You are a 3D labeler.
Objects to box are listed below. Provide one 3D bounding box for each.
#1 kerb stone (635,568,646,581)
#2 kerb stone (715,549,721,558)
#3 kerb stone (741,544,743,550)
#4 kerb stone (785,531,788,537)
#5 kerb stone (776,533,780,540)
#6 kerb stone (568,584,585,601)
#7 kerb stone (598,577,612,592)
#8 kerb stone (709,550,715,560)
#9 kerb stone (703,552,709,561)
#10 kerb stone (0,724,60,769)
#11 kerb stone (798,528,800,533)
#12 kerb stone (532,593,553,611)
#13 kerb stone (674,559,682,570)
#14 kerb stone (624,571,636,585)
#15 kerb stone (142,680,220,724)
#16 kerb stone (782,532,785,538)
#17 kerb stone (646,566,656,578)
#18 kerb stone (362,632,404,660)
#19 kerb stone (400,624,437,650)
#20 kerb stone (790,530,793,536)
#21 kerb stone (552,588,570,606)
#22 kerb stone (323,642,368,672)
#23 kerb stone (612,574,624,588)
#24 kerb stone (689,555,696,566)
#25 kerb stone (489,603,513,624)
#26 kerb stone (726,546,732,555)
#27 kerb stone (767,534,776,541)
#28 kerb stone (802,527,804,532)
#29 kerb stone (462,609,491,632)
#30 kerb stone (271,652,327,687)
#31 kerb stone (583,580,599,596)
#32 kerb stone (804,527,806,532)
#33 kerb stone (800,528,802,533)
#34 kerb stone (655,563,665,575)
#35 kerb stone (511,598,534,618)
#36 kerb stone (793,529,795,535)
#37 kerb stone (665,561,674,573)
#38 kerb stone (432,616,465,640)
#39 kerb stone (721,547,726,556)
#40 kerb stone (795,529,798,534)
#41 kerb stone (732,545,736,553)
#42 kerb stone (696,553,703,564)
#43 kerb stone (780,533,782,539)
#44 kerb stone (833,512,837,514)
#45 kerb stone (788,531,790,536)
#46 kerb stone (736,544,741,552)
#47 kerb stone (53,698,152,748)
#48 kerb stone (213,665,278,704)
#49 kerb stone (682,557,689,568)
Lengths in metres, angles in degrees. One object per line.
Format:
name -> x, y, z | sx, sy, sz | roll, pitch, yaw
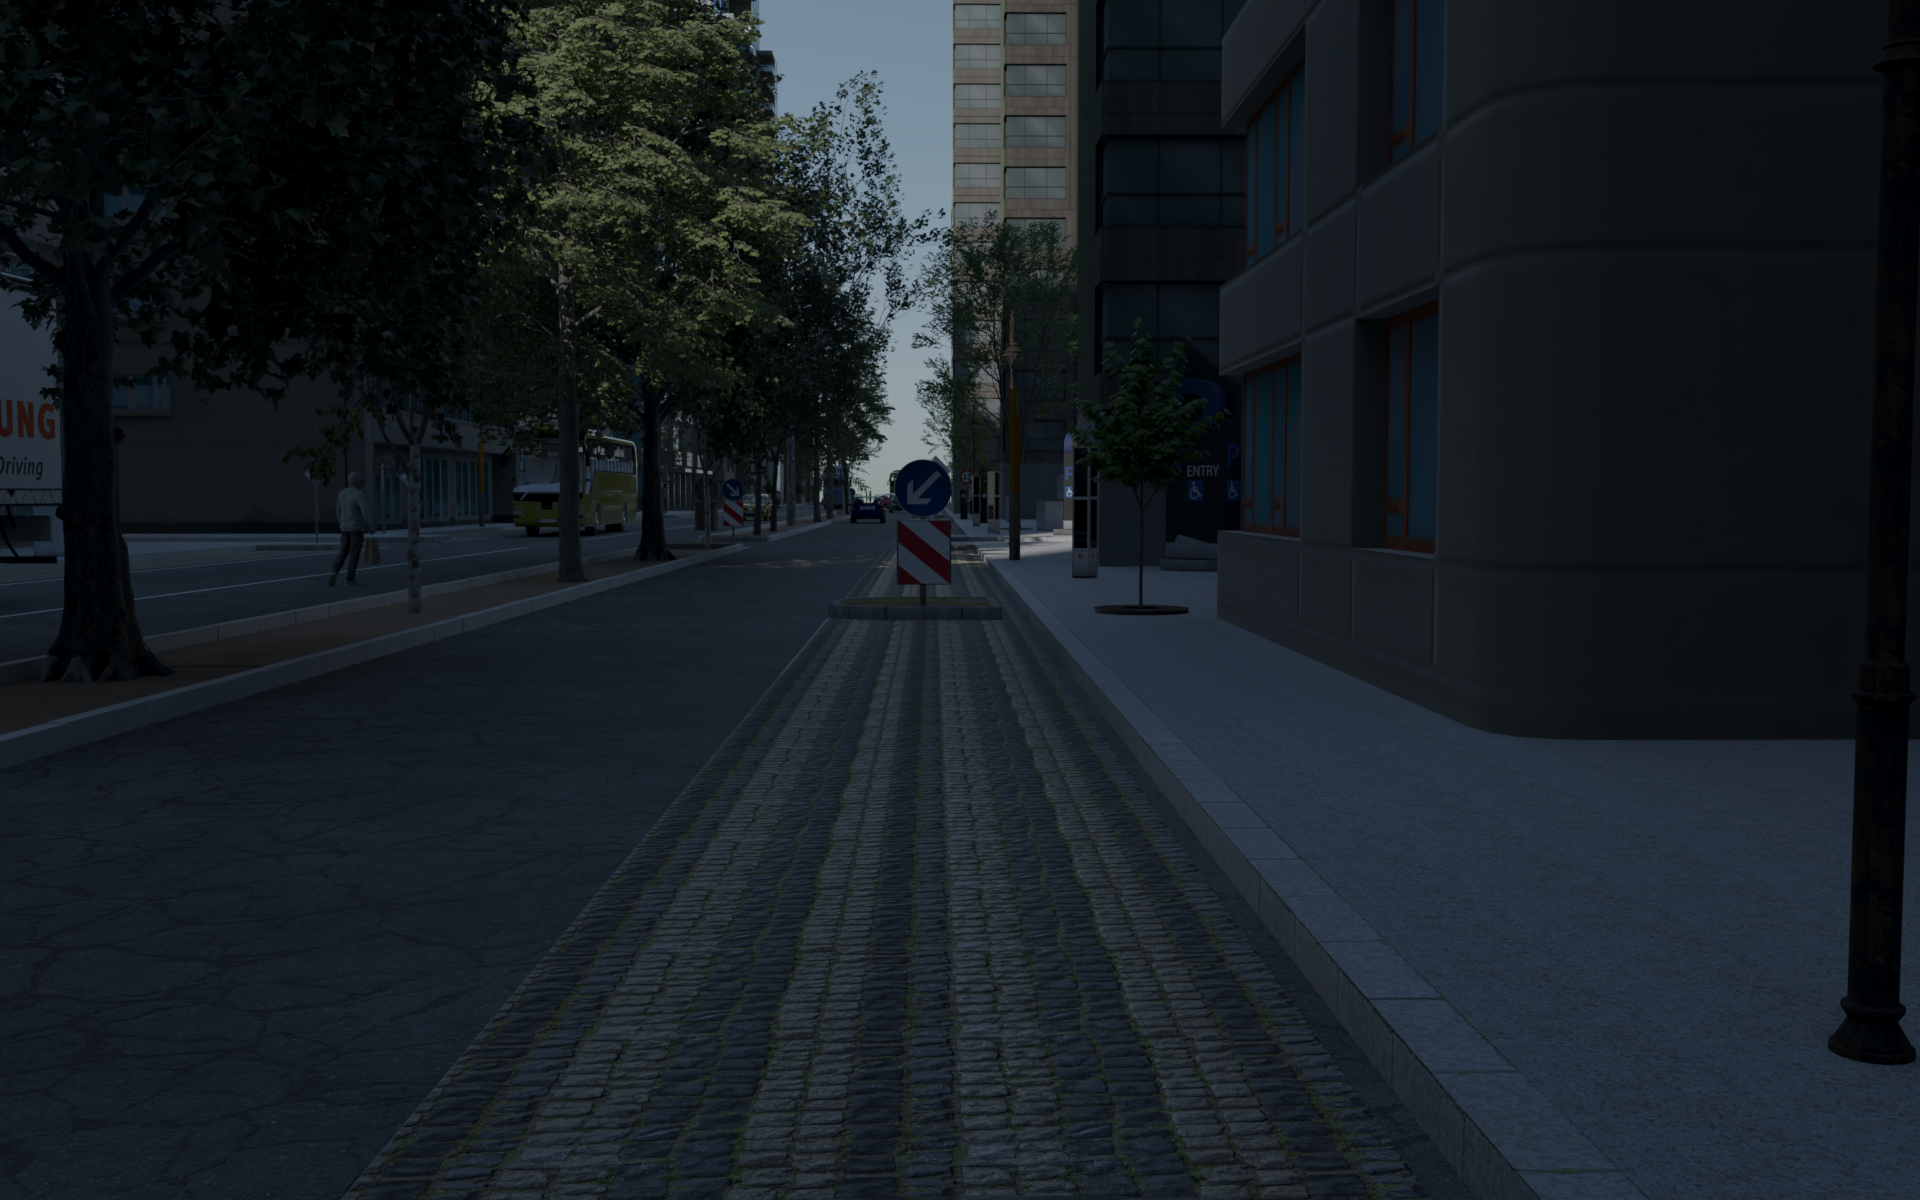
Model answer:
kerb stone -> -5.387, -0.397, 28.691 | 0.120, 0.150, 1.000 | 0, 4, -1
kerb stone -> -5.545, -1.024, 38.942 | 0.120, 0.150, 1.000 | 0, 4, -1
kerb stone -> -5.632, -1.338, 44.065 | 0.120, 0.150, 1.000 | 0, 4, -1
kerb stone -> -5.853, -2.121, 56.929 | 0.120, 0.150, 1.000 | 0, 4, -1
kerb stone -> -5.793, -1.936, 53.848 | 0.120, 0.150, 1.000 | 0, 4, -1
kerb stone -> -5.303, -0.078, 23.570 | 0.120, 0.150, 1.000 | 0, 4, -1
kerb stone -> -5.343, -0.209, 25.617 | 0.120, 0.150, 1.000 | 0, 4, -1
kerb stone -> -5.532, -0.961, 37.916 | 0.120, 0.150, 1.000 | 0, 4, -1
kerb stone -> -5.523, -0.899, 36.888 | 0.120, 0.150, 1.000 | 0, 4, -1
kerb stone -> -5.061, 0.799, 9.220 | 0.120, 0.150, 1.000 | 0, 4, -1
kerb stone -> -5.929, -2.437, 62.044 | 0.120, 0.150, 1.000 | 0, 4, -1
kerb stone -> -5.262, 0.044, 21.521 | 0.120, 0.150, 1.000 | 0, 4, -1
kerb stone -> -5.450, -0.644, 32.791 | 0.120, 0.150, 1.000 | 0, 4, -1
kerb stone -> -5.366, -0.329, 27.666 | 0.120, 0.150, 1.000 | 0, 4, -1
kerb stone -> -5.099, 0.668, 11.274 | 0.120, 0.150, 1.000 | 0, 4, -1
kerb stone -> -5.827, -2.061, 55.892 | 0.120, 0.150, 1.000 | 0, 4, -1
kerb stone -> -5.403, -0.460, 29.713 | 0.120, 0.150, 1.000 | 0, 4, -1
kerb stone -> -5.169, 0.422, 15.376 | 0.120, 0.150, 1.000 | 0, 4, -1
kerb stone -> -5.185, 0.359, 16.398 | 0.120, 0.150, 1.000 | 0, 4, -1
kerb stone -> -5.876, -2.243, 58.977 | 0.120, 0.150, 1.000 | 0, 4, -1
kerb stone -> -5.280, -0.015, 22.545 | 0.120, 0.150, 1.000 | 0, 4, -1
kerb stone -> -5.150, 0.483, 14.353 | 0.120, 0.150, 1.000 | 0, 4, -1
kerb stone -> -5.352, -0.272, 26.639 | 0.120, 0.150, 1.000 | 0, 4, -1
kerb stone -> -5.486, -0.770, 34.841 | 0.120, 0.150, 1.000 | 0, 4, -1
kerb stone -> -5.234, 0.170, 19.475 | 0.120, 0.150, 1.000 | 0, 4, -1
kerb stone -> -5.583, -1.148, 40.994 | 0.120, 0.150, 1.000 | 0, 4, -1
kerb stone -> -5.780, -1.873, 52.825 | 0.120, 0.150, 1.000 | 0, 4, -1
kerb stone -> -5.965, -2.556, 64.091 | 0.120, 0.150, 1.000 | 0, 4, -1
kerb stone -> -5.210, 0.230, 18.446 | 0.120, 0.150, 1.000 | 0, 4, -1
kerb stone -> -5.131, 0.543, 13.325 | 0.120, 0.150, 1.000 | 0, 4, -1
kerb stone -> -5.313, -0.147, 24.595 | 0.120, 0.150, 1.000 | 0, 4, -1
kerb stone -> -5.980, -2.625, 65.117 | 0.120, 0.150, 1.000 | 0, 4, -1
kerb stone -> -5.949, -2.500, 63.066 | 0.120, 0.150, 1.000 | 0, 4, -1
kerb stone -> -5.417, -0.521, 30.735 | 0.120, 0.150, 1.000 | 0, 4, -1
kerb stone -> -5.249, 0.104, 20.498 | 0.120, 0.150, 1.000 | 0, 4, -1
kerb stone -> -5.896, -2.312, 59.999 | 0.120, 0.150, 1.000 | 0, 4, -1
kerb stone -> -5.431, -0.583, 31.761 | 0.120, 0.150, 1.000 | 0, 4, -1
kerb stone -> -5.201, 0.298, 17.424 | 0.120, 0.150, 1.000 | 0, 4, -1
kerb stone -> -5.571, -1.087, 39.964 | 0.120, 0.150, 1.000 | 0, 4, -1
kerb stone -> -5.912, -2.375, 61.021 | 0.120, 0.150, 1.000 | 0, 4, -1
kerb stone -> -5.607, -1.209, 42.016 | 0.120, 0.150, 1.000 | 0, 4, -1
kerb stone -> -5.499, -0.836, 35.863 | 0.120, 0.150, 1.000 | 0, 4, -1
kerb stone -> -5.809, -1.998, 54.870 | 0.120, 0.150, 1.000 | 0, 4, -1
kerb stone -> -9.087, -6.384, 126.566 | 0.120, 0.150, 1.000 | 0, 4, -1
kerb stone -> -5.864, -2.187, 57.952 | 0.120, 0.150, 1.000 | 0, 4, -1
kerb stone -> -5.613, -1.275, 43.043 | 0.120, 0.150, 1.000 | 0, 4, -1
kerb stone -> -5.083, 0.731, 10.242 | 0.120, 0.150, 1.000 | 0, 4, -1
kerb stone -> -5.113, 0.607, 12.297 | 0.120, 0.150, 1.000 | 0, 4, -1
kerb stone -> -5.467, -0.711, 33.813 | 0.120, 0.150, 1.000 | 0, 4, -1
